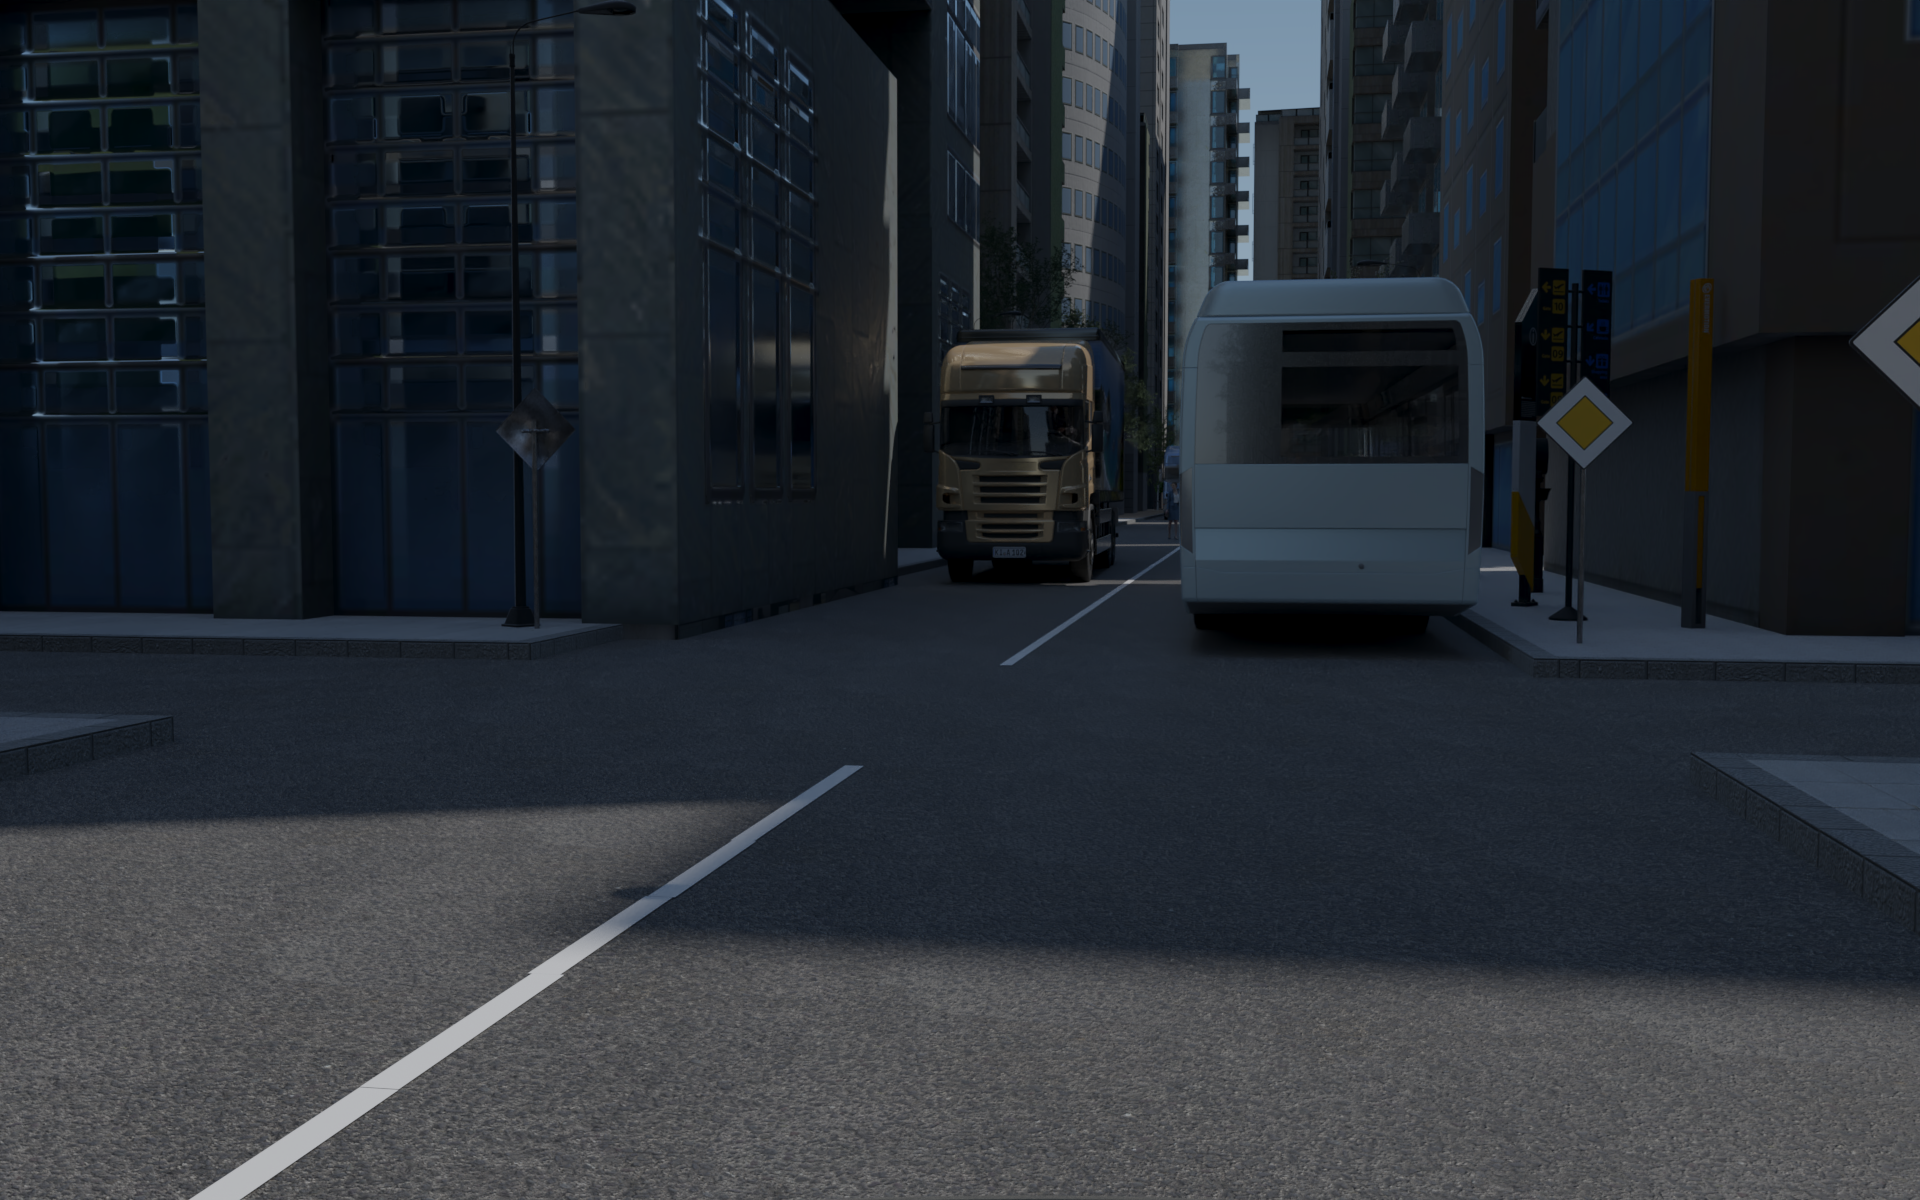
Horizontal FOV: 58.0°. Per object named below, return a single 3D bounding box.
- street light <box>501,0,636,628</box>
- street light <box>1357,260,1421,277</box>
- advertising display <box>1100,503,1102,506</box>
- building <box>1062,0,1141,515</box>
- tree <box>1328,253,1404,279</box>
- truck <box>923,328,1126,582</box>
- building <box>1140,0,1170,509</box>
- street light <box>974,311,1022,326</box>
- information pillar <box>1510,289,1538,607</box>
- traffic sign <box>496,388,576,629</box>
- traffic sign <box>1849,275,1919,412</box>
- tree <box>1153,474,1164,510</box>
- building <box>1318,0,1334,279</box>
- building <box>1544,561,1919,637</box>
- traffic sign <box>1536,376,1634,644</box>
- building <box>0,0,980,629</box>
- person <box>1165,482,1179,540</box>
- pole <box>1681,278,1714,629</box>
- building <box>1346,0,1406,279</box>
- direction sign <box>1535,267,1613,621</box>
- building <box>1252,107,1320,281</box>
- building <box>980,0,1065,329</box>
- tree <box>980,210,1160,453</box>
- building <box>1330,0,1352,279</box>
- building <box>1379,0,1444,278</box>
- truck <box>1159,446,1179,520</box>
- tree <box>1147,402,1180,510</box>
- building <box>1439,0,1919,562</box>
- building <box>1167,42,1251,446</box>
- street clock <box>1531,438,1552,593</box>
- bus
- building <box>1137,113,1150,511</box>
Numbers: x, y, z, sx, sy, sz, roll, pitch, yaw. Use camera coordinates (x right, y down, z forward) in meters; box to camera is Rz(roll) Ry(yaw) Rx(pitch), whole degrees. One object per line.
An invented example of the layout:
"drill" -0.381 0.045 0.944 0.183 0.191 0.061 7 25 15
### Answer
"street light" -3.733 -2.691 16.546 1.470 5.913 1.316 1 4 10
"street light" 8.564 -3.785 34.432 1.470 5.913 1.316 1 4 10
"advertising display" 6.283 -4.383 76.883 0.123 1.923 0.974 1 4 10
"building" -0.508 -34.458 105.384 21.231 58.520 28.212 1 4 10
"tree" 12.868 -6.287 53.149 4.360 8.622 3.978 0 3 0
"truck" 1.486 -2.613 31.636 2.839 4.237 11.283 1 4 8
"building" 7.981 -43.860 155.356 20.611 71.187 20.563 1 4 10
"street light" 0.881 -4.380 44.161 1.470 5.913 1.316 1 4 10
"information pillar" 6.422 -1.733 19.690 0.183 3.616 0.504 3 5 40
"traffic sign" -4.030 -0.784 16.454 0.795 2.450 0.064 1 4 10
"traffic sign" 3.962 -0.203 6.954 0.795 2.450 0.064 1 4 10
"tree" 16.329 -8.960 141.099 1.663 3.219 1.824 0 3 0
"building" 44.192 -34.019 145.451 28.713 52.752 27.495 1 4 10
"building" 15.215 -22.601 19.643 14.200 45.320 14.600 1 4 10
"traffic sign" 5.322 -0.684 14.823 0.795 2.450 0.064 1 4 10
"building" -11.126 -43.965 31.500 22.319 86.520 31.000 1 4 10
"person" 6.764 -2.826 54.734 0.581 1.822 0.654 0 4 -1
"pole" 7.032 -1.386 16.510 0.158 3.312 0.155 0 3 0
"building" 29.120 -19.998 98.669 14.160 30.474 14.107 1 4 10
"direction sign" 6.197 -1.562 17.540 0.876 3.537 0.379 -1 4 -19
"building" 37.006 -30.215 177.614 14.086 41.232 14.154 1 4 10
"building" -3.389 -23.739 71.733 14.154 41.232 14.086 1 4 10
"tree" 1.566 -7.542 57.720 7.601 10.594 8.767 -1 4 -13
"building" 36.214 -35.254 118.395 21.231 58.520 28.212 1 4 10
"building" 28.912 -27.504 69.303 23.786 49.044 30.456 1 4 10
"truck" 13.442 -6.897 102.517 2.967 4.110 18.799 0 4 8
"tree" 15.549 -11.416 137.010 4.737 8.622 4.395 0 3 0
"building" 19.263 -23.868 40.360 14.600 45.320 14.200 1 4 10
"building" 15.620 -34.659 186.290 30.456 49.044 23.786 1 4 10
"street clock" 7.494 -1.097 22.511 0.358 2.002 0.471 1 4 13
"bus" 4.184 -1.622 21.382 2.948 3.499 13.247 1 4 9
"building" 6.309 -21.716 126.755 14.160 30.474 14.107 1 4 10
